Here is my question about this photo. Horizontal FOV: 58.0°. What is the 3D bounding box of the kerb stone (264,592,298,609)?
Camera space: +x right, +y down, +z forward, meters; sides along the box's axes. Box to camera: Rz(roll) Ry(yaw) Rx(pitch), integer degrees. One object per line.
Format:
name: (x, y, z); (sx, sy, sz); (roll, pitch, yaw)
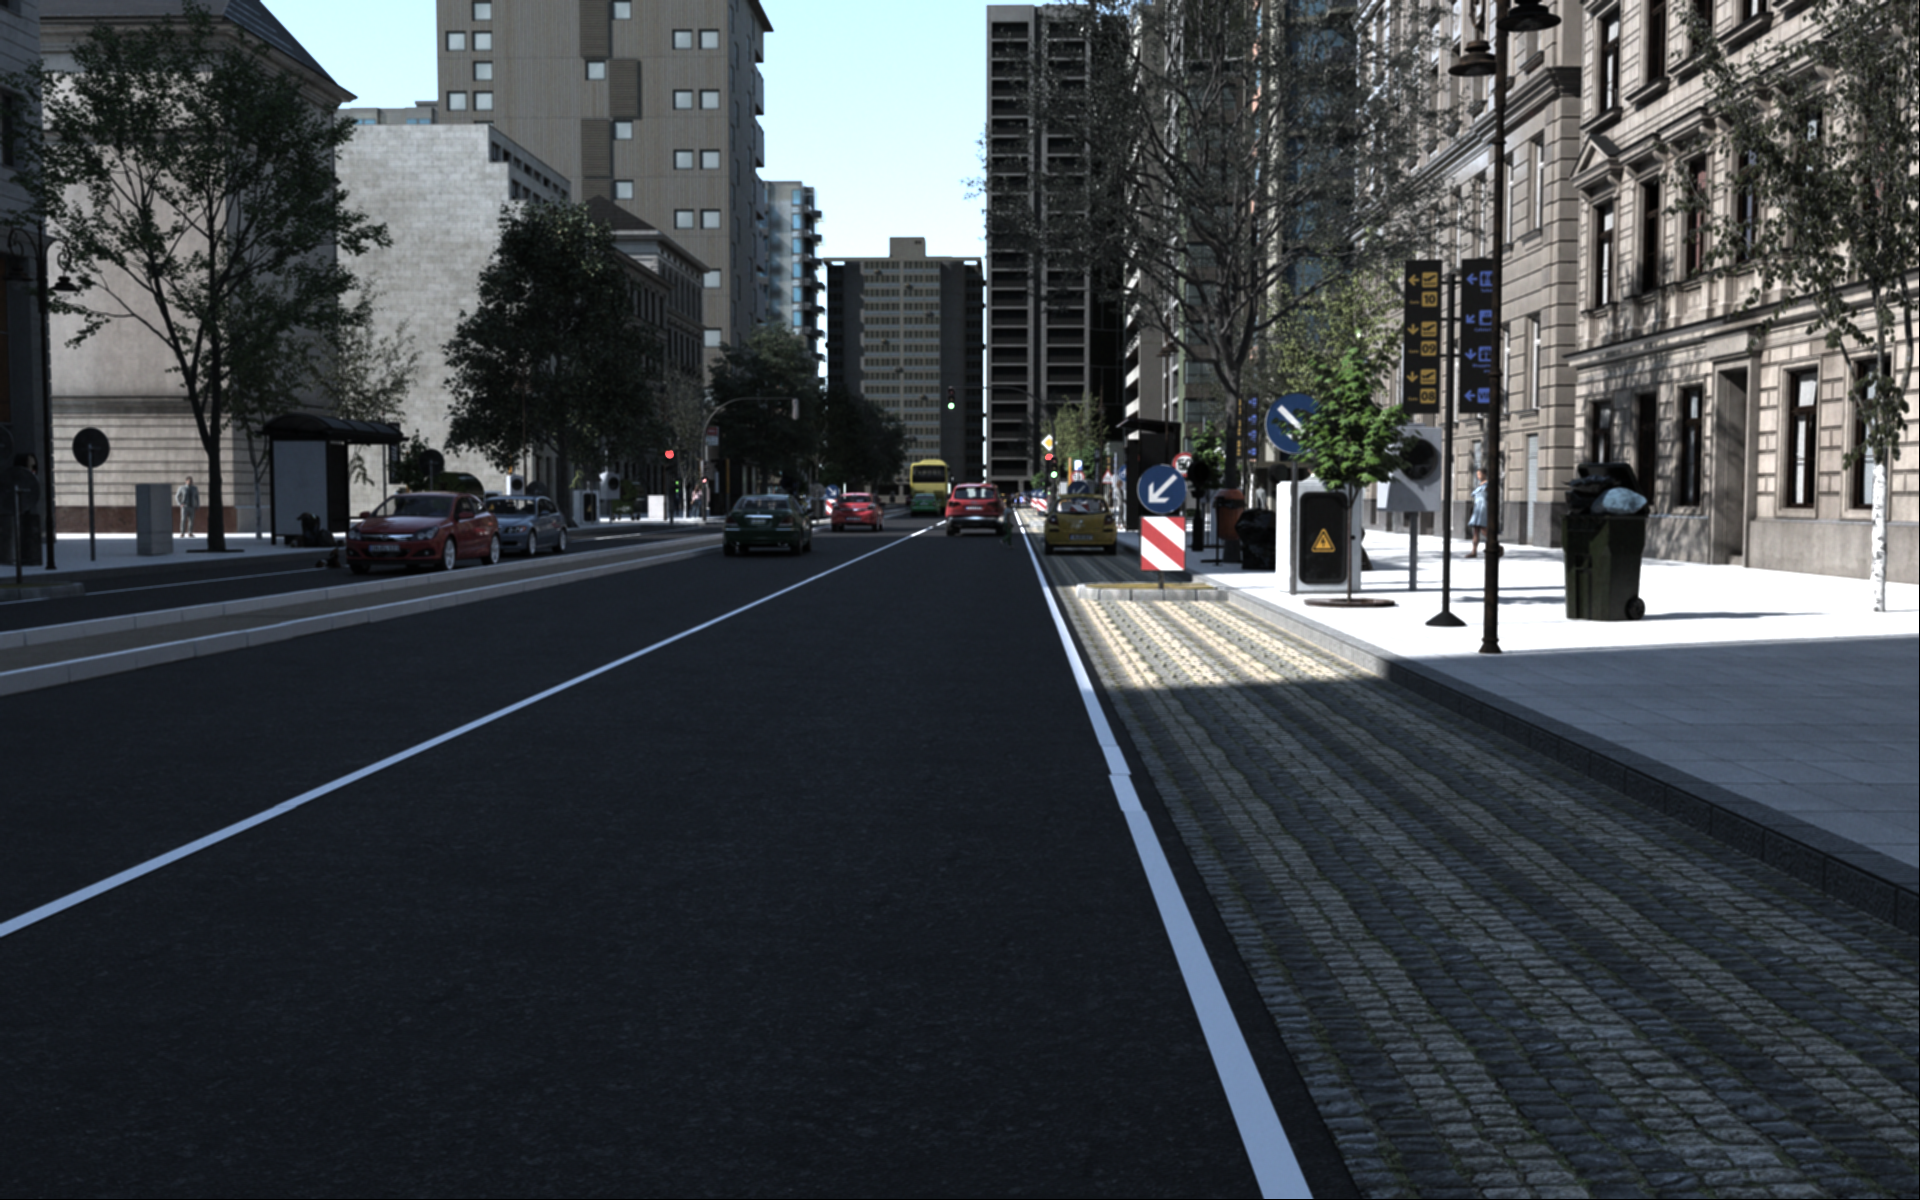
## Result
kerb stone: (-8.668, 0.019, 21.899); (0.120, 0.150, 1.000); (0, 4, 2)

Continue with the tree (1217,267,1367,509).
tree: (11.088, -6.407, 55.123); (4.360, 8.622, 3.978); (0, 3, 0)

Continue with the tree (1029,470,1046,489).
tree: (10.730, -15.000, 228.967); (4.285, 4.588, 4.351); (0, 3, 0)

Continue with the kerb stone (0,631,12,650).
kerb stone: (-8.845, 0.395, 15.730); (0.120, 0.150, 1.000); (0, 4, 2)

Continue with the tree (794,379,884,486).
tree: (-12.537, -15.679, 173.361); (9.611, 12.733, 9.660); (0, 3, 0)

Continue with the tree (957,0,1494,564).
tree: (5.048, -7.450, 32.170); (12.009, 13.543, 11.850); (0, 3, 0)

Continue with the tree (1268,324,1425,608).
tree: (4.527, -1.542, 19.821); (1.663, 3.219, 1.824); (0, 3, 0)

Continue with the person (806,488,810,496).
person: (-12.815, -8.567, 146.507); (0.661, 1.777, 0.834); (-3, 5, -43)

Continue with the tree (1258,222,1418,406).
tree: (9.916, -5.756, 44.467); (4.737, 8.622, 4.395); (0, 3, 0)

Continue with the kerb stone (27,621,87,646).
kerb stone: (-8.806, 0.332, 16.764); (0.120, 0.150, 1.000); (0, 4, 2)

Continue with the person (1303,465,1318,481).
person: (5.068, -1.119, 24.520); (0.511, 1.800, 0.466); (2, 4, 24)

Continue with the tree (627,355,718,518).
tree: (-14.576, -8.599, 90.949); (4.360, 8.622, 3.978); (0, 3, 0)

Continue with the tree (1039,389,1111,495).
tree: (8.523, -10.510, 122.202); (4.737, 8.622, 4.395); (0, 3, 0)

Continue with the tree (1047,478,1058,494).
tree: (9.542, -11.062, 175.459); (1.663, 3.219, 1.824); (0, 3, 0)

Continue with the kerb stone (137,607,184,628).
kerb stone: (-8.754, 0.207, 18.807); (0.120, 0.150, 1.000); (0, 4, 2)

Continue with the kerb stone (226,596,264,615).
kerb stone: (-8.689, 0.082, 20.873); (0.120, 0.150, 1.000); (0, 4, 2)

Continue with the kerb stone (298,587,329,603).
kerb stone: (-8.650, -0.045, 22.933); (0.120, 0.150, 1.000); (0, 4, 2)

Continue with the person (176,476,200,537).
person: (-23.041, -2.786, 51.697); (0.391, 1.810, 0.635); (3, 5, 44)

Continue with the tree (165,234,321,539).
tree: (-19.882, -6.010, 48.623); (4.737, 8.622, 4.395); (0, 3, 0)

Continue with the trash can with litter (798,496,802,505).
trash can with litter: (-12.533, -7.678, 136.929); (1.055, 1.170, 0.624); (1, 4, 15)

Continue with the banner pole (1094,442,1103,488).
banner pole: (6.656, -5.684, 82.957); (0.401, 3.779, 0.863); (3, 5, 40)

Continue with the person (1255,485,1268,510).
person: (15.349, -5.006, 87.999); (0.694, 1.812, 0.767); (3, 4, 37)

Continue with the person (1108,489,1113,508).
person: (14.129, -9.586, 163.289); (0.721, 1.766, 1.217); (-1, 4, -8)

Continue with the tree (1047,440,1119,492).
tree: (7.949, -7.431, 105.213); (4.285, 4.588, 4.351); (0, 3, 0)

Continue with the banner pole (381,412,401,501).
banner pole: (-17.393, -3.846, 52.900); (0.401, 3.779, 0.863); (2, 4, 32)

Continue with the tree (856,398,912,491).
tree: (-11.050, -19.603, 227.171); (9.857, 13.997, 8.962); (0, 3, 0)

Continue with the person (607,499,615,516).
person: (-20.687, -5.909, 102.837); (0.721, 1.800, 0.419); (-3, 5, -40)

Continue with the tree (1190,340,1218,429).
tree: (10.564, -6.889, 63.001); (4.360, 8.622, 3.978); (0, 3, 0)

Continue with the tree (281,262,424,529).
tree: (-19.669, -6.470, 56.146); (4.360, 8.622, 3.978); (0, 3, 0)

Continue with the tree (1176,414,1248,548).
tree: (5.834, -2.861, 41.380); (1.663, 3.219, 1.824); (0, 3, 0)

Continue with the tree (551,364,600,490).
tree: (-19.898, -8.621, 91.319); (4.737, 8.622, 4.395); (0, 3, 0)

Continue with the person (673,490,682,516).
person: (-16.951, -5.944, 103.406); (0.721, 1.800, 0.419); (-1, 4, -16)

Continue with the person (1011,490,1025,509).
person: (5.455, -9.446, 162.958); (1.348, 1.823, 0.705); (-1, 4, -15)

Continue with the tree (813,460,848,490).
tree: (-12.409, -11.171, 166.351); (4.285, 4.588, 4.351); (0, 3, 0)

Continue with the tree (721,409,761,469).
tree: (-17.041, -11.364, 136.158); (4.737, 8.622, 4.395); (0, 3, 0)

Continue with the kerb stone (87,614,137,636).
kerb stone: (-8.787, 0.270, 17.786); (0.120, 0.150, 1.000); (0, 4, 2)

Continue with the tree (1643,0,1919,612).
tree: (9.759, -4.176, 18.646); (4.360, 8.622, 3.978); (0, 3, 0)

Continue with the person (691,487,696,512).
person: (-18.584, -6.995, 120.963); (0.362, 1.759, 0.519); (3, 5, 39)

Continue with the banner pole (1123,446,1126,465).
banner pole: (8.587, -6.106, 89.850); (0.401, 3.779, 0.863); (2, 4, 29)

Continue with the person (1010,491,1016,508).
person: (5.482, -10.355, 178.736); (0.756, 1.711, 0.436); (0, 4, 5)

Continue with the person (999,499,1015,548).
person: (1.240, -2.011, 45.625); (0.590, 1.304, 0.306); (-3, 5, -42)

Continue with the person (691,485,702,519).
person: (-13.580, -5.048, 89.171); (0.593, 1.750, 0.643); (-1, 4, -13)

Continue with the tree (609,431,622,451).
tree: (-18.762, -9.121, 99.498); (4.360, 8.622, 3.978); (0, 3, 0)

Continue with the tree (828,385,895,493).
tree: (-11.853, -17.326, 193.645); (12.009, 13.543, 11.850); (0, 3, 0)

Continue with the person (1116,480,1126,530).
person: (5.896, -3.443, 62.612); (0.573, 1.790, 0.520); (-1, 4, -13)

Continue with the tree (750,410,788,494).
tree: (-15.686, -11.778, 142.931); (4.360, 8.622, 3.978); (0, 3, 0)

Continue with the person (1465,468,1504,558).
person: (10.507, -1.751, 34.769); (0.778, 1.811, 0.616); (0, 4, -3)

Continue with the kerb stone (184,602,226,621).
kerb stone: (-8.729, 0.144, 19.841); (0.120, 0.150, 1.000); (0, 4, 2)

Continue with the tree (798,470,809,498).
tree: (-12.887, -8.796, 138.410); (1.663, 3.219, 1.824); (0, 3, 0)
